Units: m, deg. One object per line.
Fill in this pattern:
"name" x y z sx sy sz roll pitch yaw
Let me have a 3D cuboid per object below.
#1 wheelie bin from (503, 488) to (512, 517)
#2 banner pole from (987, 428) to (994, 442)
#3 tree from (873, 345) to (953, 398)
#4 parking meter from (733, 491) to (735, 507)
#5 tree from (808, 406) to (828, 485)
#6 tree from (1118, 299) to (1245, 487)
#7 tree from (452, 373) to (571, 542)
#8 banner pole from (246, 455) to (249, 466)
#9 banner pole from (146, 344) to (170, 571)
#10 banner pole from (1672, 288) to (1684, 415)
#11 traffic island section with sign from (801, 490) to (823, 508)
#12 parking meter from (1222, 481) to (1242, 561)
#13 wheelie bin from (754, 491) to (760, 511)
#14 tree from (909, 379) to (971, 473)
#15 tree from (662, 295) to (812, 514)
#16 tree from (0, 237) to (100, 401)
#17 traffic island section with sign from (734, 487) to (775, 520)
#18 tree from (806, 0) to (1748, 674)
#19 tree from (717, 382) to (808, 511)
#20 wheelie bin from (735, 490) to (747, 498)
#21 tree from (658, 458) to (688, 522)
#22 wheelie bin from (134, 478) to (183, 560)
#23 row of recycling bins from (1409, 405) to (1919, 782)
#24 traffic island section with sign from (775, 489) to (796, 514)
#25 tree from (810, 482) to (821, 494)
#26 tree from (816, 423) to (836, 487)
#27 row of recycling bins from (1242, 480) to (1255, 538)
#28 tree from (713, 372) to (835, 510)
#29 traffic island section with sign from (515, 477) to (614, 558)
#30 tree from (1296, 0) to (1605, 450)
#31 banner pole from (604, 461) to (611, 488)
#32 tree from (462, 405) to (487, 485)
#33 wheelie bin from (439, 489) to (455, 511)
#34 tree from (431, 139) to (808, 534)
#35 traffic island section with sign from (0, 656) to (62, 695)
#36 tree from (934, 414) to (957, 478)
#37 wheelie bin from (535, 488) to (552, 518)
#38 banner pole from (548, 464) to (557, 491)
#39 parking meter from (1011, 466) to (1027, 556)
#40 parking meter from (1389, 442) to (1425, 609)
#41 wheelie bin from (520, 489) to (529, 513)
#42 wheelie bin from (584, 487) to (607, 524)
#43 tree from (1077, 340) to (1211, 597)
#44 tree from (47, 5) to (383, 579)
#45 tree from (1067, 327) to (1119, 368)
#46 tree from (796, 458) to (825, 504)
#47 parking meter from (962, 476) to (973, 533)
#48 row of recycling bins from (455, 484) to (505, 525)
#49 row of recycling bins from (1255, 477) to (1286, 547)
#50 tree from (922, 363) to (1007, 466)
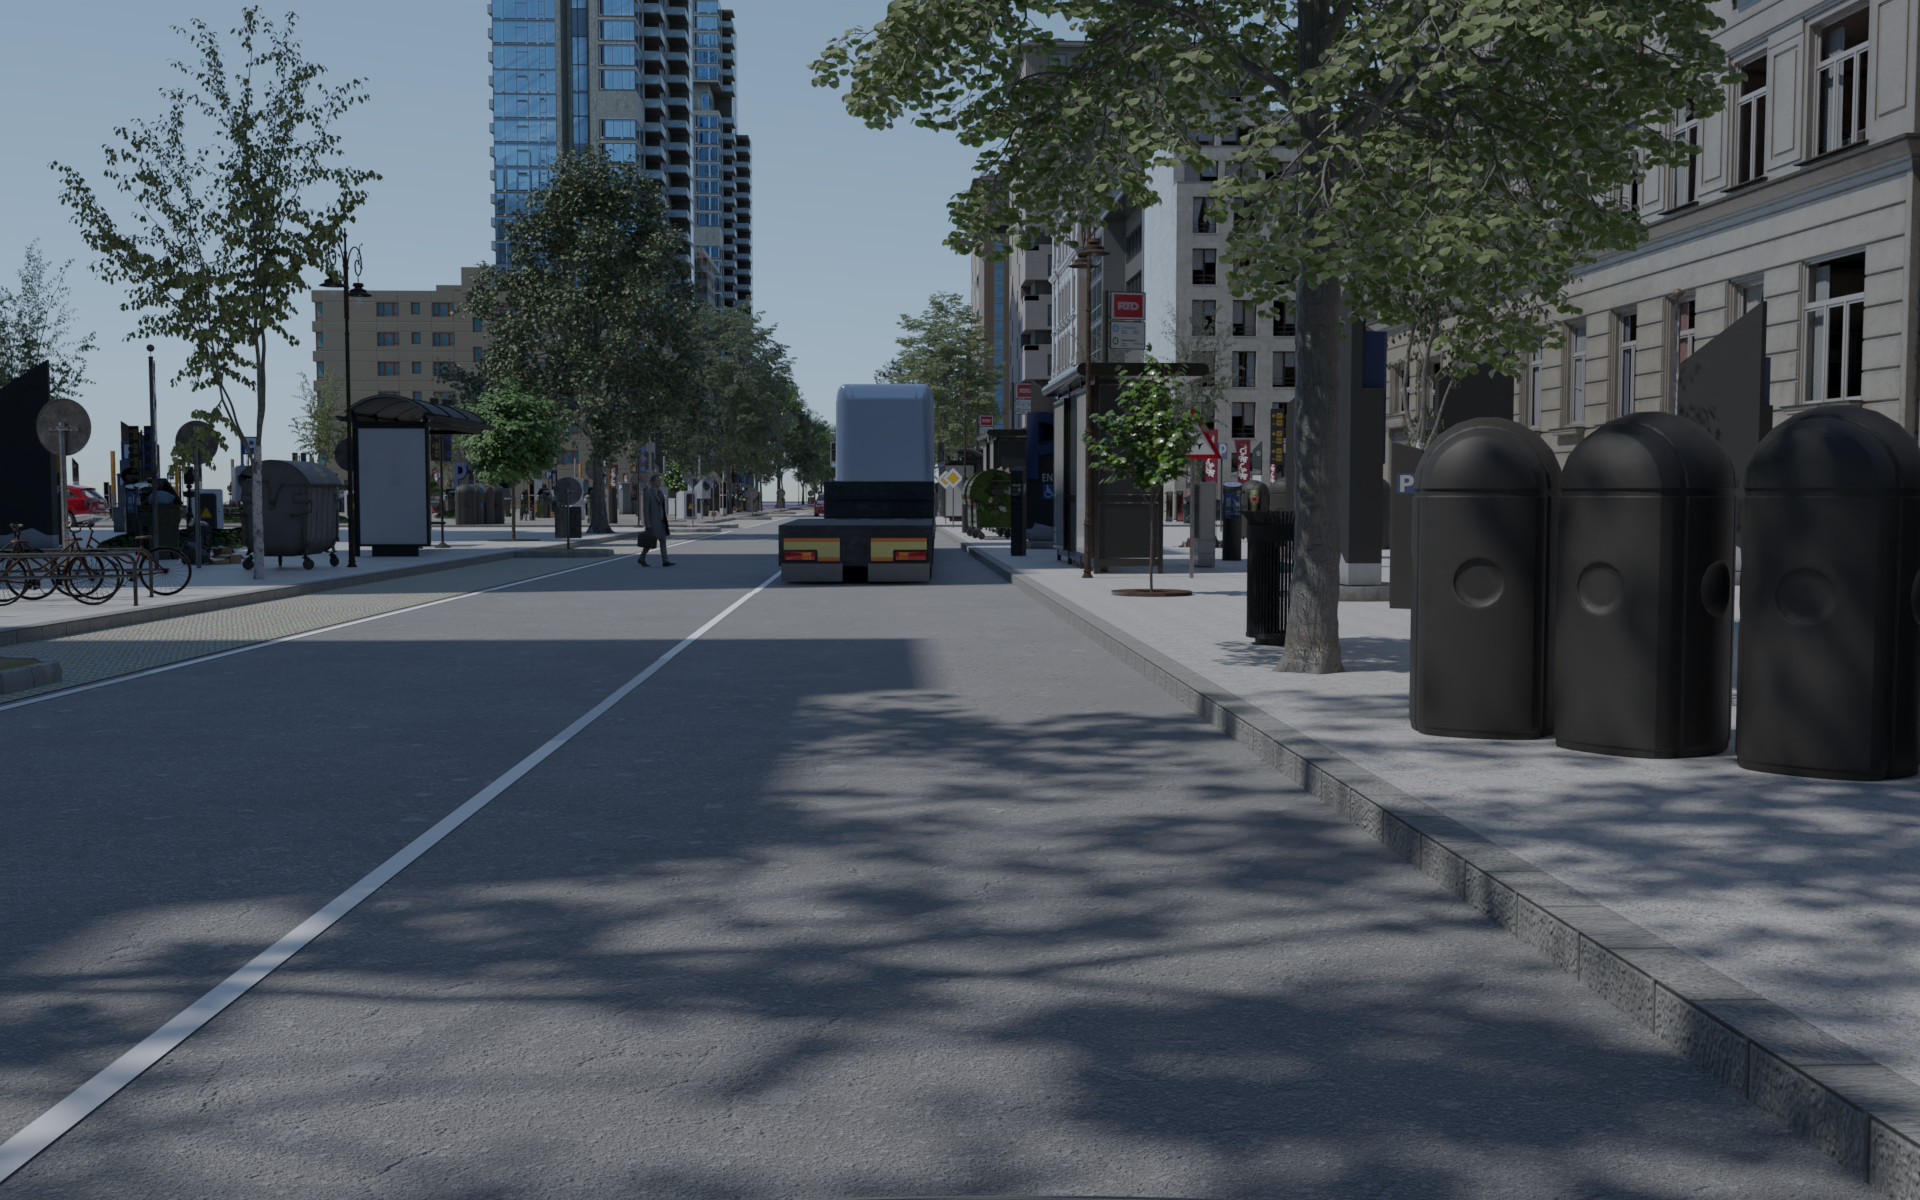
"wheelie bin" -25.713 -5.480 97.504 0.693 1.594 0.980 3 5 43
"banner pole" 1.168 -4.646 65.977 0.401 3.779 0.863 -2 4 -24
"tree" -3.966 -21.960 214.934 12.611 20.169 13.585 0 3 0
"parking meter" -19.461 -8.552 148.237 0.372 1.533 0.369 0 3 0
"tree" -17.202 -15.062 163.277 9.611 12.733 9.660 0 3 0
"tree" 8.626 -6.985 64.570 4.360 8.622 3.978 0 3 0
"tree" -12.300 -3.886 47.251 4.285 4.588 4.351 0 3 0
"banner pole" -36.098 -5.982 87.822 0.401 3.779 0.863 -2 4 -33
"banner pole" -13.398 -2.374 28.828 0.401 3.779 0.863 -2 4 -30
"banner pole" 8.661 -1.894 20.984 0.401 3.779 0.863 1 4 20
"traffic island section with sign" -14.877 -10.081 173.446 1.989 1.847 2.006 0 4 -3
"parking meter" 5.247 -1.528 33.397 0.372 1.533 0.369 0 3 0
"wheelie bin" -15.504 -7.609 132.319 0.693 1.594 0.980 0 4 5
"tree" -3.096 -15.753 167.925 12.009 13.543 11.850 0 3 0
"tree" -14.967 -12.455 110.294 9.857 13.997 8.962 0 3 0
"tree" -27.281 -6.109 50.250 4.360 8.622 3.978 0 3 0
"traffic island section with sign" -11.481 -5.353 96.150 1.989 1.847 2.006 0 4 -3
"tree" 2.479 -5.779 12.610 7.486 12.596 7.792 0 3 0
"tree" -15.343 -12.024 131.009 8.767 10.594 7.601 3 5 39
"wheelie bin" -17.953 -8.200 141.982 0.980 1.594 0.693 0 4 -8
"tree" -13.227 -5.282 80.965 1.663 3.219 1.824 0 3 0
"wheelie bin" -15.667 -1.589 33.884 0.980 1.594 0.693 2 4 33
"row of recycling bins" 3.825 -0.081 8.436 3.534 1.692 1.069 3 5 43
"traffic island section with sign" -12.667 -7.000 123.079 1.989 1.847 2.006 0 4 -3
"tree" -21.455 -16.009 256.340 1.663 3.219 1.824 0 3 0
"tree" -23.462 -24.423 305.974 9.857 13.997 8.962 0 3 0
"row of recycling bins" 9.874 -2.699 51.249 3.534 1.692 1.069 -1 4 -23
"tree" -16.437 -13.147 140.712 9.928 11.665 9.643 0 3 0
"traffic island section with sign" -8.978 -1.891 39.553 1.989 1.847 2.006 0 4 -3
"tree" 6.927 -4.569 25.067 4.360 8.622 3.978 0 3 0
"banner pole" -15.780 -5.335 77.250 0.863 3.779 0.401 2 4 35
"tree" -36.724 -10.646 124.417 4.737 8.622 4.395 0 3 0
"wheelie bin" -29.007 -5.568 98.943 0.980 1.594 0.693 -2 4 -34
"tree" -11.857 -8.515 56.234 9.611 12.733 9.660 0 3 0
"traffic island section with sign" -7.803 -0.244 12.623 1.989 1.847 2.006 0 4 -3
"tree" -1.291 -10.896 128.511 4.737 8.622 4.395 0 3 0
"wheelie bin" -22.188 -5.175 92.516 0.693 1.594 0.980 2 4 32
"banner pole" -29.557 -8.288 125.530 0.863 3.779 0.401 -2 4 -34
"parking meter" 1.215 -1.848 35.933 0.255 1.863 0.399 1 4 17
"parking meter" 5.033 -0.835 19.368 0.399 1.863 0.255 2 4 30
"wheelie bin" -28.279 -6.422 112.905 0.693 1.594 0.980 0 4 4
"wheelie bin" -15.792 -4.115 75.192 0.980 1.594 0.693 -2 4 -24
"tree" 2.303 -1.675 21.986 1.663 3.219 1.824 0 3 0
"tree" -10.817 -4.620 25.893 4.737 8.622 4.395 0 3 0
"tree" 5.732 -7.665 75.678 4.360 8.622 3.978 0 3 0
"tree" -19.875 -16.777 224.665 4.360 8.622 3.978 0 3 0
"parking meter" 0.274 -3.143 57.105 0.399 1.863 0.255 -1 4 -12
"row of recycling bins" -20.460 -4.073 73.700 1.069 1.692 3.534 1 4 11
"row of recycling bins" 8.759 -2.085 41.195 1.069 1.692 3.534 -3 4 -37
"tree" -1.214 -11.043 114.973 8.767 10.594 7.601 0 4 -3
